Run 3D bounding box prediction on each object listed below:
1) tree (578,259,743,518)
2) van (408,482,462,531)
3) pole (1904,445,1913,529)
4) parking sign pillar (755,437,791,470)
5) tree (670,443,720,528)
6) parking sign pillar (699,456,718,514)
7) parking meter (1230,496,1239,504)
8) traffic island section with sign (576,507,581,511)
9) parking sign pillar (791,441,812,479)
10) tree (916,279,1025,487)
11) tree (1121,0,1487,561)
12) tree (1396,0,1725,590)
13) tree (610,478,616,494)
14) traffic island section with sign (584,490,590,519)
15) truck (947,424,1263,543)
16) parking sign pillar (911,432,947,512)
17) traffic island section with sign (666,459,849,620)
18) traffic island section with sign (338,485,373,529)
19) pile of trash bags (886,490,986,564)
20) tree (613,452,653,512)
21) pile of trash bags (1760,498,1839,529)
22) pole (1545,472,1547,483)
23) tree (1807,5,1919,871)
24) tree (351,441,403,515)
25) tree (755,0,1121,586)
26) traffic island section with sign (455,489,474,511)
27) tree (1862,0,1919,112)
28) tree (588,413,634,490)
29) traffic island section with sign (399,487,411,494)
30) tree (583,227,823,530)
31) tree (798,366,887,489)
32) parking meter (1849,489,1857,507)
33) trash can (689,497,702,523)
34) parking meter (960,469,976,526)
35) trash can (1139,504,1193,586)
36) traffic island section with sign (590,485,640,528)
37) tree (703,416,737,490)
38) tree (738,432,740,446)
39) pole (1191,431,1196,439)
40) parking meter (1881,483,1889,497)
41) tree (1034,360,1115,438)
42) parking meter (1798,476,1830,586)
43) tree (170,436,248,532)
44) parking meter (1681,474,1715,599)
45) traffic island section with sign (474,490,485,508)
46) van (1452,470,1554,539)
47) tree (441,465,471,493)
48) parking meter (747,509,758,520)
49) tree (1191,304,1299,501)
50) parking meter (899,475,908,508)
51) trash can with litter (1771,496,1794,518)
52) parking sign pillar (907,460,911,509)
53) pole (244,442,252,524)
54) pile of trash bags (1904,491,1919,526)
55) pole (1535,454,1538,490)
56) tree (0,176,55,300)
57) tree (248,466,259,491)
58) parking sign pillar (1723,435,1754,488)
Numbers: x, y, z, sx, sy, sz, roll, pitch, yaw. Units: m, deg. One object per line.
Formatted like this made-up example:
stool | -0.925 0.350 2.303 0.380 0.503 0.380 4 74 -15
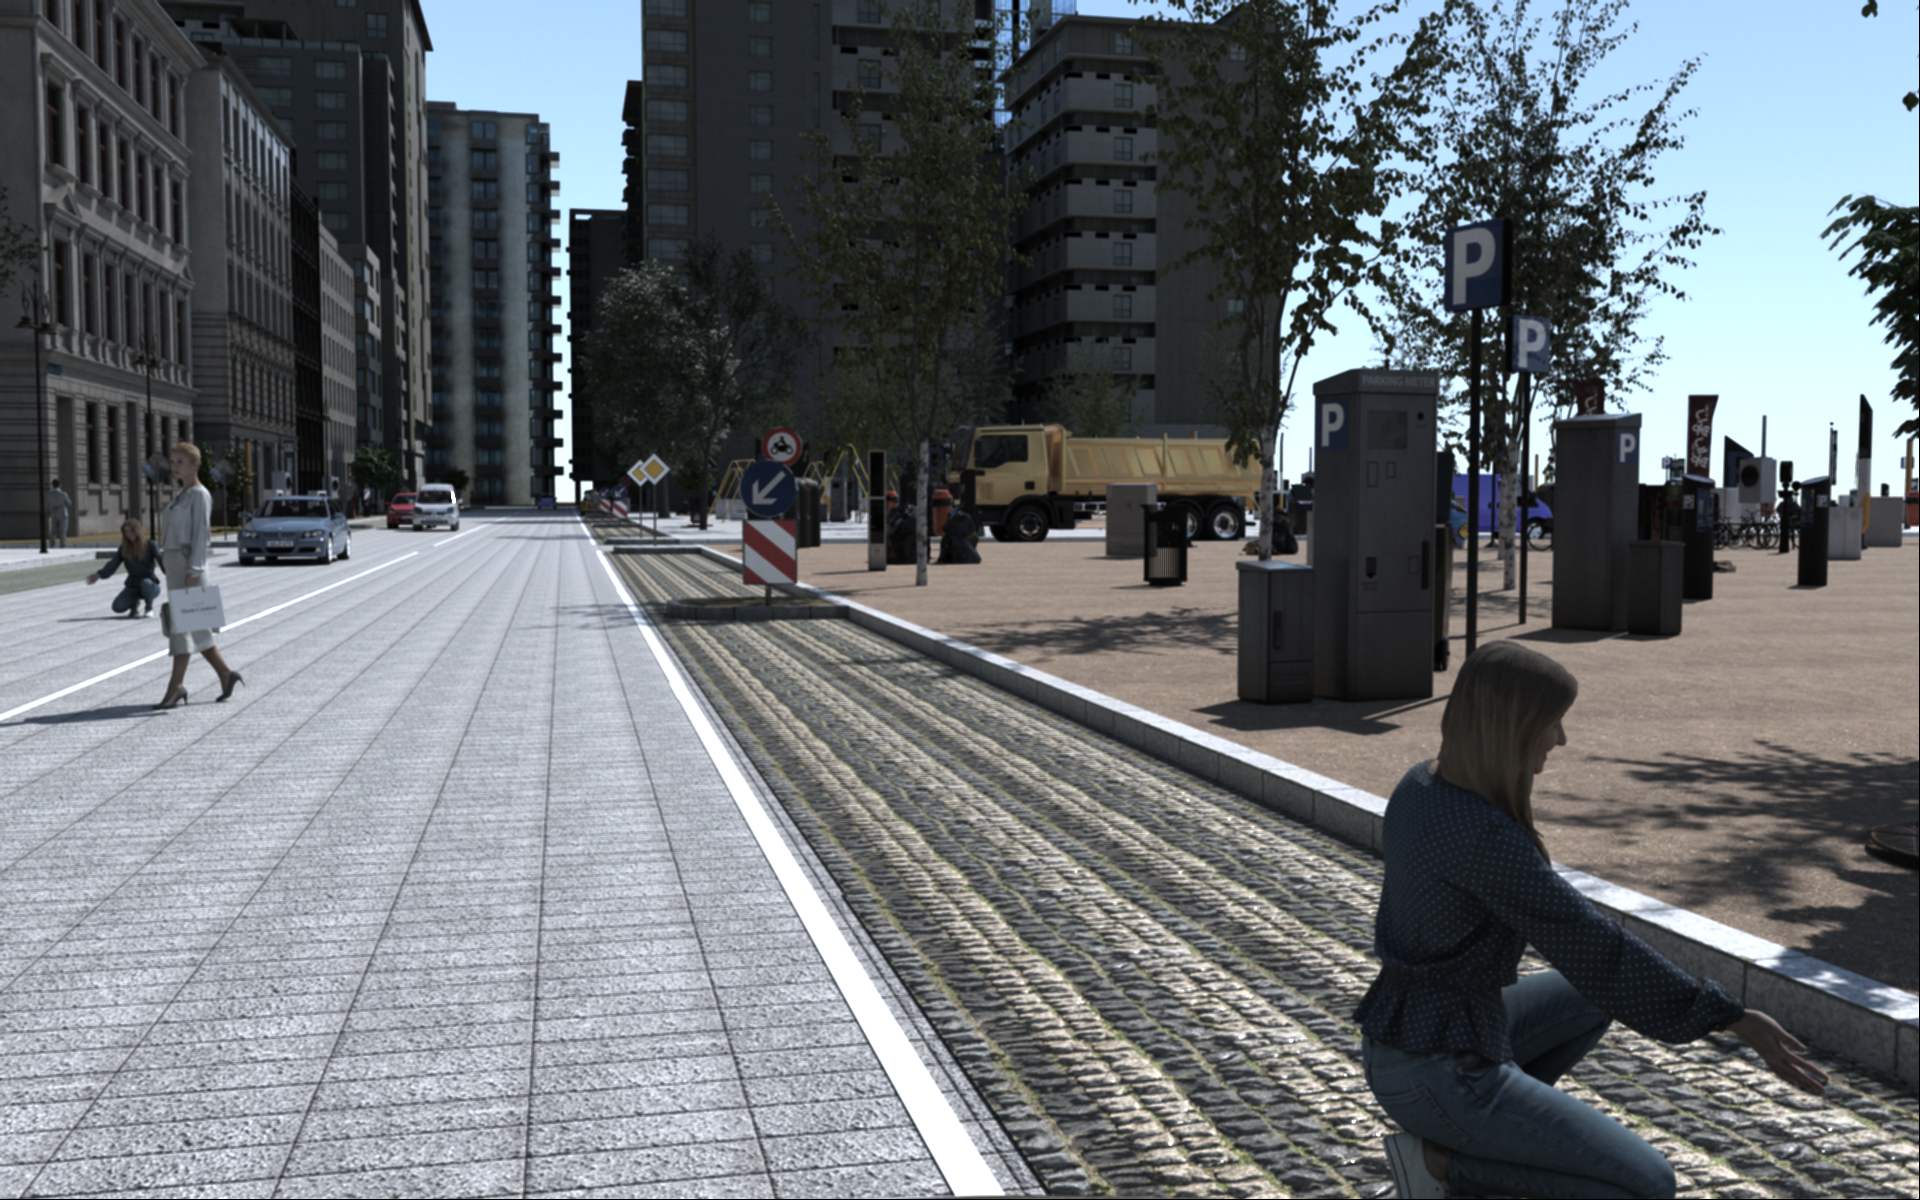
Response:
tree | -16.066 -11.444 93.770 9.857 13.997 8.962 0 3 0
van | -20.543 -3.724 67.898 2.013 2.044 4.112 -1 4 -15
pole | 34.904 -4.274 63.727 0.158 3.312 0.155 0 3 0
parking sign pillar | -8.995 -5.714 81.890 1.447 3.967 1.447 -1 4 -18
tree | -10.288 -4.544 68.899 1.663 3.219 1.824 0 3 0
parking sign pillar | -15.935 -7.432 109.983 1.447 3.967 1.447 -3 5 -41
parking meter | 12.056 -4.140 76.100 0.372 1.533 0.369 0 3 0
traffic island section with sign | -31.940 -8.621 149.577 1.989 1.847 2.006 -1 4 -13
parking sign pillar | -8.233 -6.109 88.356 1.447 3.967 1.447 1 4 16
tree | 0.220 -6.702 59.936 4.360 8.622 3.978 0 3 0
tree | 3.592 -4.197 18.976 4.737 8.622 4.395 0 3 0
tree | 7.619 -4.450 23.115 4.360 8.622 3.978 0 3 0
tree | -36.152 -11.412 181.188 1.663 3.219 1.824 0 3 0
traffic island section with sign | -20.791 -5.638 100.801 1.989 1.847 2.006 -1 4 -13
truck | 3.717 -3.260 49.223 9.791 3.379 3.469 -1 4 -12
parking sign pillar | -1.026 -5.129 72.337 1.447 3.967 1.447 -1 4 -22
traffic island section with sign | -2.454 -0.725 20.485 1.989 1.847 2.006 -1 4 -13
traffic island section with sign | -25.403 -3.859 71.726 1.989 1.847 2.006 -1 4 -13
pile of trash bags | -0.480 -1.436 33.233 1.912 1.369 3.447 0 4 4
tree | -23.597 -8.679 125.609 4.285 4.588 4.351 0 3 0
pile of trash bags | 30.726 -3.294 63.617 1.912 1.369 3.447 -1 4 -20
pole | 46.169 -8.724 136.483 0.158 3.312 0.155 0 3 0
tree | 3.876 -0.691 5.901 1.663 3.219 1.824 0 3 0
tree | -35.902 -7.502 106.373 4.285 4.588 4.351 0 3 0
tree | -0.628 -4.521 24.274 4.737 8.622 4.395 0 3 0
traffic island section with sign | -42.580 -8.460 146.953 1.989 1.847 2.006 -1 4 -13
tree | 6.532 -3.644 9.936 4.737 8.622 4.395 0 3 0
tree | -29.008 -11.969 146.049 4.360 8.622 3.978 0 3 0
traffic island section with sign | -31.576 -5.511 98.739 1.989 1.847 2.006 -1 4 -13
tree | -9.173 -7.766 61.380 8.767 10.594 7.601 0 4 -8
tree | -7.045 -9.058 98.468 4.360 8.622 3.978 0 3 0
parking meter | 46.502 -4.999 90.138 0.372 1.533 0.369 0 3 0
trash can | -11.545 -3.945 76.149 0.748 1.137 0.748 0 3 0
parking meter | 0.179 -2.144 40.762 0.255 1.863 0.399 -2 4 -25
trash can | 2.885 -0.773 24.299 0.748 1.137 0.748 0 3 0
traffic island section with sign | -14.725 -4.014 74.253 1.989 1.847 2.006 -1 4 -13
tree | -16.725 -10.060 114.839 4.360 8.622 3.978 0 3 0
tree | -11.466 -9.758 109.912 4.737 8.622 4.395 0 3 0
pole | 7.510 -3.787 55.768 0.158 3.312 0.155 0 3 0
parking meter | 50.986 -5.491 95.489 0.399 1.863 0.255 -2 4 -33
tree | 6.222 -8.890 95.710 4.360 8.622 3.978 0 3 0
parking meter | 11.994 -0.974 24.329 0.372 1.533 0.369 0 3 0
tree | -25.404 -3.895 58.286 1.663 3.219 1.824 0 3 0
parking meter | 9.043 -0.784 21.236 0.372 1.533 0.369 0 3 0
traffic island section with sign | -48.612 -10.073 173.317 1.989 1.847 2.006 -1 4 -13
van | 14.945 -2.867 51.266 5.245 2.365 2.240 -1 4 -13
tree | -57.075 -12.980 195.937 4.285 4.588 4.351 0 3 0
parking meter | -6.822 -3.135 56.973 0.399 1.863 0.255 -1 4 -22
tree | 11.050 -7.202 68.111 4.360 8.622 3.978 0 3 0
parking meter | -1.763 -2.966 54.207 0.255 1.863 0.399 0 4 -5
trash can with litter | 45.015 -5.126 94.864 1.678 1.210 2.233 -3 5 -43
parking sign pillar | -3.440 -7.989 119.087 1.447 3.967 1.447 2 4 32
pole | -27.718 -4.503 67.459 0.158 3.312 0.155 0 3 0
pile of trash bags | 26.052 -2.175 45.319 3.447 1.369 1.912 -1 4 -23
pole | 29.392 -5.780 88.350 0.158 3.312 0.155 0 3 0
tree | -17.429 -5.560 25.322 8.767 10.594 7.601 1 4 17
tree | -25.427 -4.045 60.736 1.663 3.219 1.824 0 3 0
parking sign pillar | 35.629 -5.547 79.162 1.447 3.967 1.447 0 4 2
